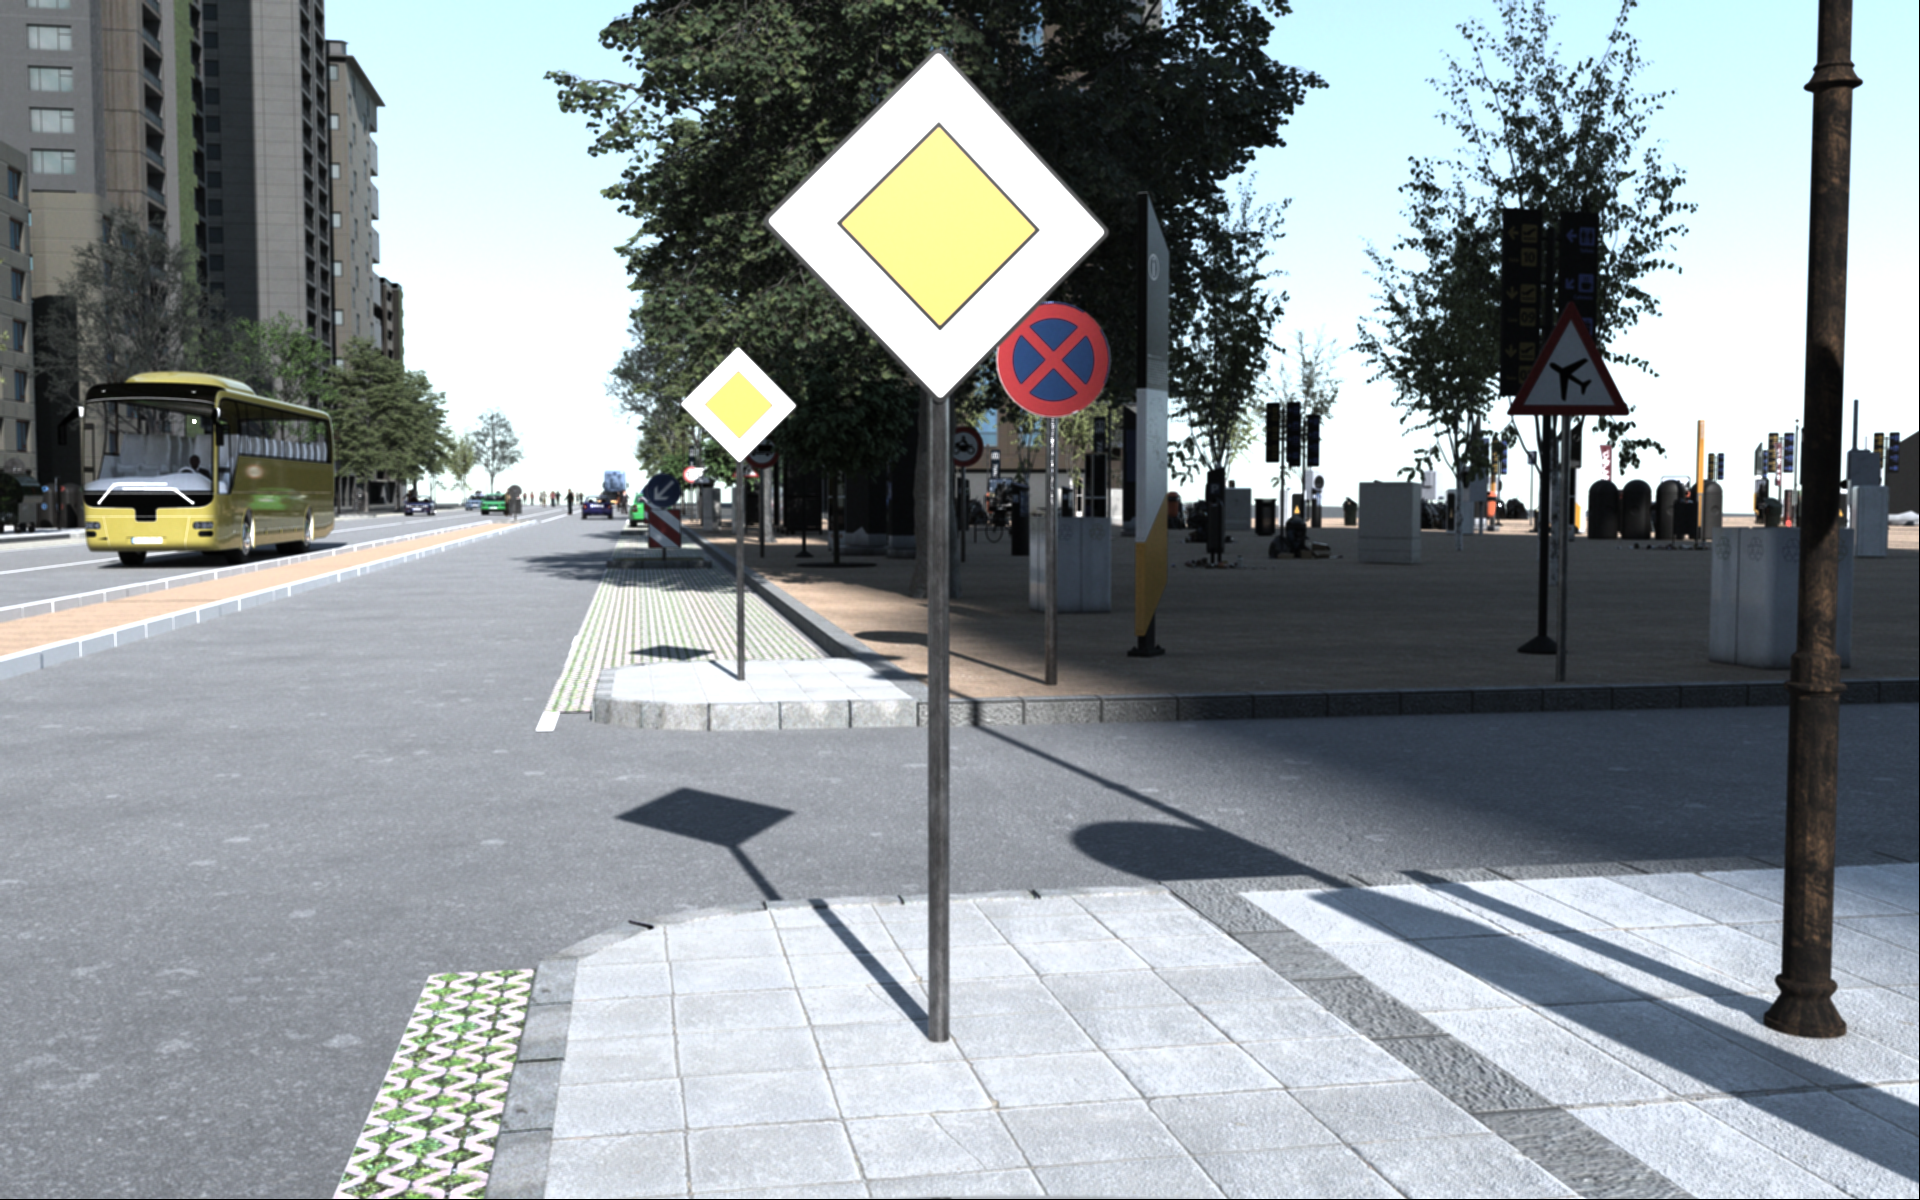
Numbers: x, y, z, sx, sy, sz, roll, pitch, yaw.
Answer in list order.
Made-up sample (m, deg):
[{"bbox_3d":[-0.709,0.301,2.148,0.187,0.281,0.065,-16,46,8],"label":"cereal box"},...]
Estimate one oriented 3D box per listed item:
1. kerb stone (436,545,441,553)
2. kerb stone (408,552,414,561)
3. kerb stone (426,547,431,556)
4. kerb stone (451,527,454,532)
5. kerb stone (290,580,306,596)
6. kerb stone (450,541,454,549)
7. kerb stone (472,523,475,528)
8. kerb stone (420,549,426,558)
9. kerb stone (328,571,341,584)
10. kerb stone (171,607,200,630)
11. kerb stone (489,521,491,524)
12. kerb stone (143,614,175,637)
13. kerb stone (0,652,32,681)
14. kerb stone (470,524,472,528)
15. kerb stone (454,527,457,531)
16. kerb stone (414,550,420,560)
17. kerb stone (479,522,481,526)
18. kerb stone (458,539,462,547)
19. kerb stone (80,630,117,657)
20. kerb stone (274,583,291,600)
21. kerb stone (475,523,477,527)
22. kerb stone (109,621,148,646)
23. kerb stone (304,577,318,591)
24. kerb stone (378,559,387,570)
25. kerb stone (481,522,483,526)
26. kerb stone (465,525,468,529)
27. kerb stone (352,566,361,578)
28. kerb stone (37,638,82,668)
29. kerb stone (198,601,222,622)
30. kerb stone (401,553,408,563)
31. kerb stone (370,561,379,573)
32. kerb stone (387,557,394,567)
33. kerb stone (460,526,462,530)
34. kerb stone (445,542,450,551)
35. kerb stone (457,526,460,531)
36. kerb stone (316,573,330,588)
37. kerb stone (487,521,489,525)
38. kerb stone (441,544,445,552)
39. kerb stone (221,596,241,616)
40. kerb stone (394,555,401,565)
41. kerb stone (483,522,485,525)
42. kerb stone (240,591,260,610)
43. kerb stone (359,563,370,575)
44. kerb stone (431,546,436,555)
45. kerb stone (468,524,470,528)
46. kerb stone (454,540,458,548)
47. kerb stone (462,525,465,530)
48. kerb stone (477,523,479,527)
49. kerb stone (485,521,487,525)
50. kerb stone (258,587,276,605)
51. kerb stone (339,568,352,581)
[{"bbox_3d":[-12.740,-1.201,41.916,0.120,0.150,1.000,-1,4,-10],"label":"kerb stone"},{"bbox_3d":[-11.804,-0.898,36.875,0.120,0.150,1.000,-1,4,-10],"label":"kerb stone"},{"bbox_3d":[-12.362,-1.082,39.891,0.120,0.150,1.000,-1,4,-10],"label":"kerb stone"},{"bbox_3d":[-19.098,-2.593,64.657,0.120,0.150,1.000,-1,4,-10],"label":"kerb stone"},{"bbox_3d":[-9.554,-0.157,24.771,0.120,0.150,1.000,-1,4,-10],"label":"kerb stone"},{"bbox_3d":[-13.306,-1.391,44.940,0.120,0.150,1.000,-1,4,-10],"label":"kerb stone"},{"bbox_3d":[-20.590,-3.089,72.735,0.120,0.150,1.000,-1,4,-10],"label":"kerb stone"},{"bbox_3d":[-12.179,-1.021,38.885,0.120,0.150,1.000,-1,4,-10],"label":"kerb stone"},{"bbox_3d":[-10.127,-0.343,27.805,0.120,0.150,1.000,-1,4,-10],"label":"kerb stone"},{"bbox_3d":[-8.434,0.213,18.721,0.120,0.150,1.000,-1,4,-10],"label":"kerb stone"},{"bbox_3d":[-22.099,-3.585,80.810,0.120,0.150,1.000,-1,4,-10],"label":"kerb stone"},{"bbox_3d":[-8.248,0.274,17.716,0.120,0.150,1.000,-1,4,-10],"label":"kerb stone"},{"bbox_3d":[-7.499,0.520,13.687,0.120,0.150,1.000,-1,4,-10],"label":"kerb stone"},{"bbox_3d":[-20.412,-3.029,71.725,0.120,0.150,1.000,-1,4,-10],"label":"kerb stone"},{"bbox_3d":[-19.288,-2.658,65.667,0.120,0.150,1.000,-1,4,-10],"label":"kerb stone"},{"bbox_3d":[-11.997,-0.959,37.879,0.120,0.150,1.000,-1,4,-10],"label":"kerb stone"},{"bbox_3d":[-21.165,-3.274,75.767,0.120,0.150,1.000,-1,4,-10],"label":"kerb stone"},{"bbox_3d":[-13.681,-1.514,46.950,0.120,0.150,1.000,-1,4,-10],"label":"kerb stone"},{"bbox_3d":[-7.880,0.405,15.706,0.120,0.150,1.000,-1,4,-10],"label":"kerb stone"},{"bbox_3d":[-9.371,-0.096,23.760,0.120,0.150,1.000,-1,4,-10],"label":"kerb stone"},{"bbox_3d":[-20.781,-3.153,73.745,0.120,0.150,1.000,-1,4,-10],"label":"kerb stone"},{"bbox_3d":[-8.064,0.337,16.711,0.120,0.150,1.000,-1,4,-10],"label":"kerb stone"},{"bbox_3d":[-9.745,-0.219,25.775,0.120,0.150,1.000,-1,4,-10],"label":"kerb stone"},{"bbox_3d":[-11.056,-0.651,32.838,0.120,0.150,1.000,-1,4,-10],"label":"kerb stone"},{"bbox_3d":[-21.350,-3.338,76.772,0.120,0.150,1.000,-1,4,-10],"label":"kerb stone"},{"bbox_3d":[-20.030,-2.906,69.702,0.120,0.150,1.000,-1,4,-10],"label":"kerb stone"},{"bbox_3d":[-10.500,-0.462,29.819,0.120,0.150,1.000,-1,4,-10],"label":"kerb stone"},{"bbox_3d":[-7.696,0.458,14.700,0.120,0.150,1.000,-1,4,-10],"label":"kerb stone"},{"bbox_3d":[-8.618,0.151,19.734,0.120,0.150,1.000,-1,4,-10],"label":"kerb stone"},{"bbox_3d":[-11.621,-0.836,35.867,0.120,0.150,1.000,-1,4,-10],"label":"kerb stone"},{"bbox_3d":[-10.866,-0.586,31.834,0.120,0.150,1.000,-1,4,-10],"label":"kerb stone"},{"bbox_3d":[-11.242,-0.712,33.843,0.120,0.150,1.000,-1,4,-10],"label":"kerb stone"},{"bbox_3d":[-19.656,-2.782,67.681,0.120,0.150,1.000,-1,4,-10],"label":"kerb stone"},{"bbox_3d":[-13.115,-1.329,43.931,0.120,0.150,1.000,-1,4,-10],"label":"kerb stone"},{"bbox_3d":[-19.472,-2.720,66.672,0.120,0.150,1.000,-1,4,-10],"label":"kerb stone"},{"bbox_3d":[-9.937,-0.279,26.792,0.120,0.150,1.000,-1,4,-10],"label":"kerb stone"},{"bbox_3d":[-21.909,-3.520,79.799,0.120,0.150,1.000,-1,4,-10],"label":"kerb stone"},{"bbox_3d":[-12.937,-1.268,42.922,0.120,0.150,1.000,-1,4,-10],"label":"kerb stone"},{"bbox_3d":[-8.812,0.089,20.737,0.120,0.150,1.000,-1,4,-10],"label":"kerb stone"},{"bbox_3d":[-11.430,-0.769,34.854,0.120,0.150,1.000,-1,4,-10],"label":"kerb stone"},{"bbox_3d":[-21.535,-3.400,77.787,0.120,0.150,1.000,-1,4,-10],"label":"kerb stone"},{"bbox_3d":[-8.996,0.027,21.749,0.120,0.150,1.000,-1,4,-10],"label":"kerb stone"},{"bbox_3d":[-10.681,-0.528,30.827,0.120,0.150,1.000,-1,4,-10],"label":"kerb stone"},{"bbox_3d":[-12.552,-1.141,40.900,0.120,0.150,1.000,-1,4,-10],"label":"kerb stone"},{"bbox_3d":[-20.230,-2.968,70.717,0.120,0.150,1.000,-1,4,-10],"label":"kerb stone"},{"bbox_3d":[-13.493,-1.453,45.946,0.120,0.150,1.000,-1,4,-10],"label":"kerb stone"},{"bbox_3d":[-19.847,-2.839,68.692,0.120,0.150,1.000,-1,4,-10],"label":"kerb stone"},{"bbox_3d":[-20.969,-3.211,74.750,0.120,0.150,1.000,-1,4,-10],"label":"kerb stone"},{"bbox_3d":[-21.722,-3.462,78.791,0.120,0.150,1.000,-1,4,-10],"label":"kerb stone"},{"bbox_3d":[-9.185,-0.034,22.753,0.120,0.150,1.000,-1,4,-10],"label":"kerb stone"},{"bbox_3d":[-10.306,-0.404,28.811,0.120,0.150,1.000,-1,4,-10],"label":"kerb stone"}]
